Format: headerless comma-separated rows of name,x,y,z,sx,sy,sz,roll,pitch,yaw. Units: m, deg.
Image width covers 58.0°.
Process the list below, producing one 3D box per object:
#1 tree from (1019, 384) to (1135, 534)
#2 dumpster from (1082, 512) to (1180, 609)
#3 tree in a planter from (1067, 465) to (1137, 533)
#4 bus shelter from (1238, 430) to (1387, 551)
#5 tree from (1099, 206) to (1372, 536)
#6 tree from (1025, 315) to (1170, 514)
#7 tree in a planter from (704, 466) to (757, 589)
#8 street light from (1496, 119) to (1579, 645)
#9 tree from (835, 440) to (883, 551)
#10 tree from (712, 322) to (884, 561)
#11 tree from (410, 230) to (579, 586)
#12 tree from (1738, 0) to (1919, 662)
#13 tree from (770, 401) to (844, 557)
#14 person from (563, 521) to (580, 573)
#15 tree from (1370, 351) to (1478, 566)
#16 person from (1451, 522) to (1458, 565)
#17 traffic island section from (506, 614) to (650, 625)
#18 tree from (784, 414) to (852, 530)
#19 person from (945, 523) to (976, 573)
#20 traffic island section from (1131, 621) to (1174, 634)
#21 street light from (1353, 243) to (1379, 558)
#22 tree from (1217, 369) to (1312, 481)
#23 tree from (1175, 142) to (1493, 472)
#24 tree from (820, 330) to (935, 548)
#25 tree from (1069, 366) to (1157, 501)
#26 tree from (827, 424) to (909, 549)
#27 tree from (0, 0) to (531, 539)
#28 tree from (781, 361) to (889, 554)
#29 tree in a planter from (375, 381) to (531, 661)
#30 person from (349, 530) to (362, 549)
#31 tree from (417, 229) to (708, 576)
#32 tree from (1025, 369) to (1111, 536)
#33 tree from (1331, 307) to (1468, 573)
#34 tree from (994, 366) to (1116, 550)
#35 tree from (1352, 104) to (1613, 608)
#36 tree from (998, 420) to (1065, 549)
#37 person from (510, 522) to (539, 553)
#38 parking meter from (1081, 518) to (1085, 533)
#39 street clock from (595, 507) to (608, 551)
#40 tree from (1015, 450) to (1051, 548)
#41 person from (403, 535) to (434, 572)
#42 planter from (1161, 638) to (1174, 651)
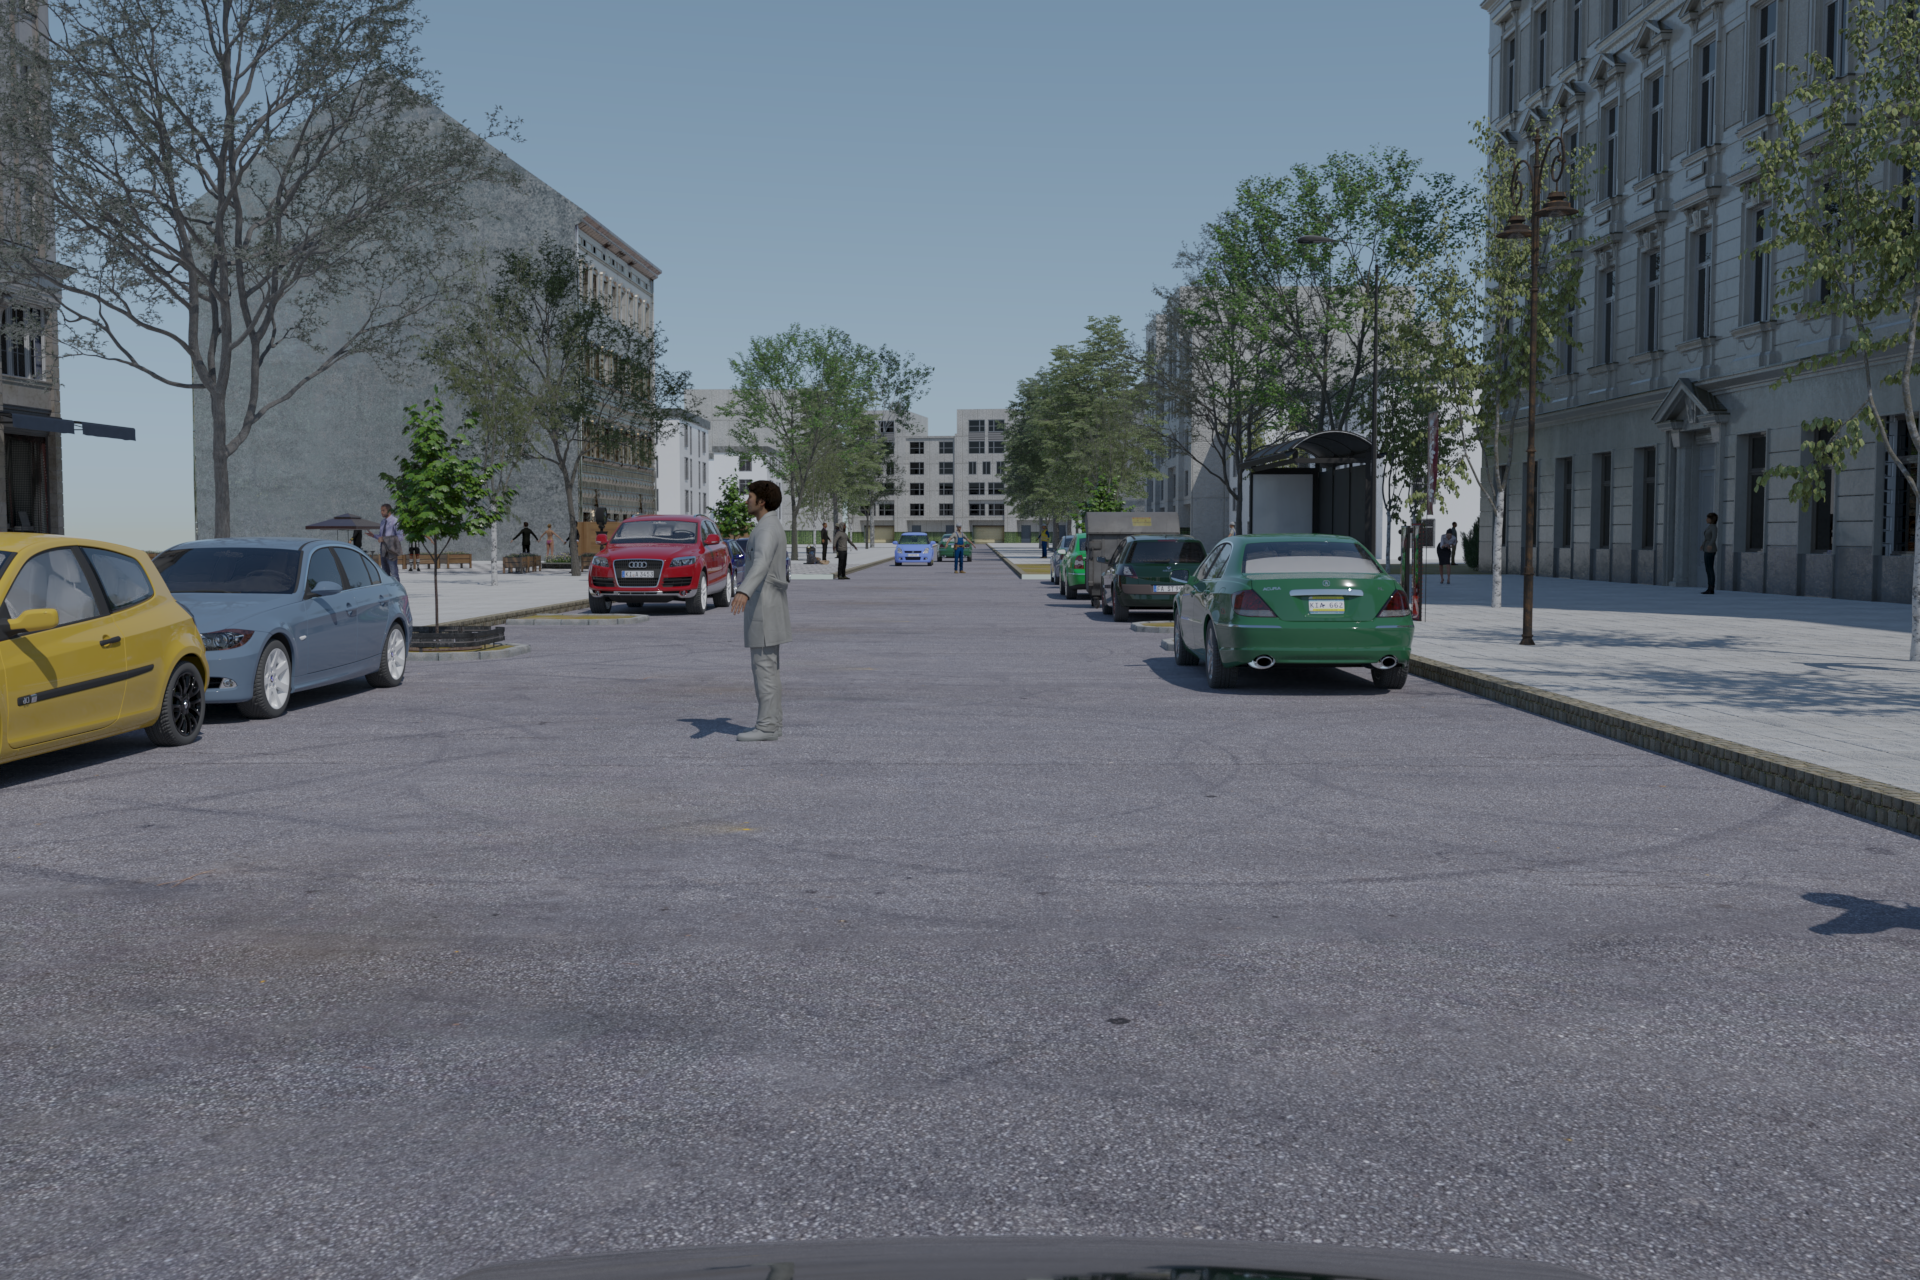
tree,7.064,-10.590,107.564,8.767,10.594,7.601,3,5,40
dumpster,3.330,-1.559,33.710,1.865,1.857,1.264,0,4,1
tree in a planter,3.698,-2.927,45.086,1.991,3.239,1.994,0,4,1
bus shelter,7.286,-2.599,36.422,2.014,3.302,5.546,0,4,0
tree,10.442,-9.461,65.062,12.009,13.543,11.850,0,3,0
tree,7.199,-10.496,89.729,7.486,12.596,7.792,0,3,0
tree in a planter,-5.993,-2.977,45.890,1.991,3.239,1.994,0,4,1
street light,6.571,-2.880,19.884,0.468,5.910,1.993,0,4,1
tree,-8.267,-10.868,128.057,4.360,8.622,3.978,0,3,0
tree,-7.866,-9.658,83.658,9.928,11.665,9.643,0,3,0
tree,-11.780,-5.646,42.669,4.360,8.622,3.978,0,3,0
tree,9.789,-4.102,17.426,4.737,8.622,4.395,0,3,0
tree,-7.957,-8.886,95.653,4.360,8.622,3.978,0,3,0
person,-12.704,-3.053,56.637,0.721,1.740,1.216,-2,4,-32
tree,18.213,-7.220,68.409,4.737,8.622,4.395,0,3,0
person,20.315,-3.967,71.129,0.705,1.796,1.348,1,4,18
traffic island section,-6.147,-0.328,28.228,1.991,0.108,1.994,0,4,1
tree,-7.886,-9.279,102.067,4.360,8.622,3.978,0,3,0
person,-0.024,-3.358,63.224,1.347,1.847,0.705,-2,4,-35
traffic island section,3.576,-0.183,25.853,1.991,0.108,1.994,0,3,0
street light,7.019,-3.334,27.054,1.470,5.913,1.316,0,4,1
tree,12.843,-7.526,73.418,4.737,8.622,4.395,0,3,0
tree,9.747,-7.351,45.949,9.928,11.665,9.643,0,3,0
tree,-8.639,-18.651,160.839,12.611,20.169,13.585,0,3,0
tree,6.628,-7.653,75.494,4.360,8.622,3.978,0,3,0
tree,-8.092,-13.033,147.509,8.767,10.594,7.601,1,4,17
tree,-12.210,-7.230,28.574,12.009,13.543,11.850,0,3,0
tree,-8.305,-11.946,113.450,7.486,12.596,7.792,0,3,0
tree in a planter,-6.211,-1.421,20.462,1.991,3.239,1.994,0,4,1
person,-22.138,-3.523,63.537,0.705,1.837,1.347,0,4,-3
tree,-11.863,-7.244,52.856,8.767,10.594,7.601,-2,4,-29
tree,7.794,-12.221,117.939,7.486,12.596,7.792,0,3,0
tree,14.298,-6.499,56.623,4.737,8.622,4.395,0,3,0
tree,7.216,-13.656,129.924,9.857,13.997,8.962,0,3,0
tree,9.287,-4.883,30.205,4.737,8.622,4.395,0,3,0
tree,6.773,-14.141,149.329,7.486,12.596,7.792,0,3,0
person,-18.507,-4.136,73.802,0.705,1.806,1.347,3,5,45
parking meter,4.158,-3.102,56.422,0.399,1.863,0.255,0,4,1
street clock,-9.709,-2.592,46.953,0.358,2.002,0.471,0,4,1
tree,8.075,-14.241,158.601,9.928,11.665,9.643,0,3,0
person,-18.727,-3.258,59.408,1.345,1.843,0.704,-1,4,-13
planter,3.547,-0.034,21.695,1.991,0.319,1.994,0,4,1
